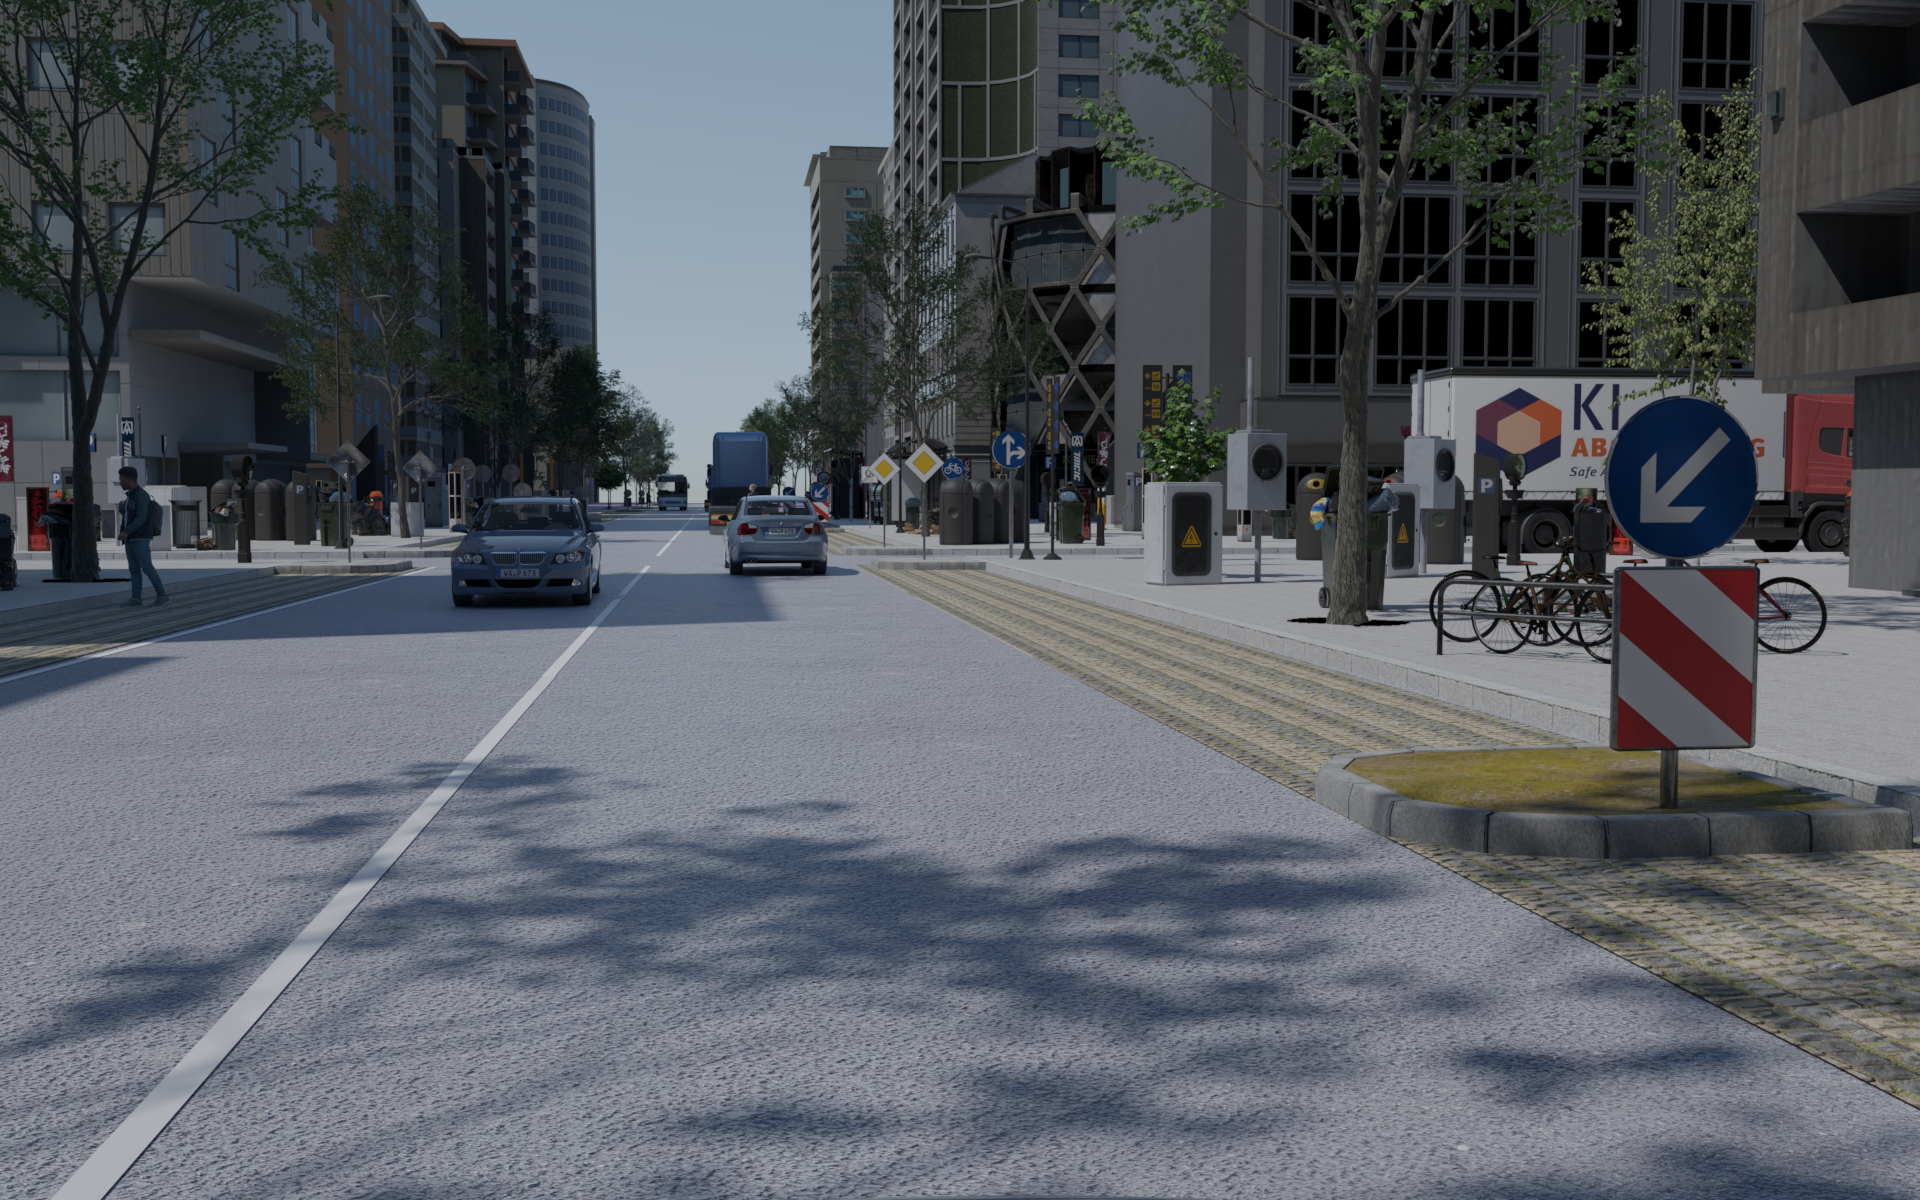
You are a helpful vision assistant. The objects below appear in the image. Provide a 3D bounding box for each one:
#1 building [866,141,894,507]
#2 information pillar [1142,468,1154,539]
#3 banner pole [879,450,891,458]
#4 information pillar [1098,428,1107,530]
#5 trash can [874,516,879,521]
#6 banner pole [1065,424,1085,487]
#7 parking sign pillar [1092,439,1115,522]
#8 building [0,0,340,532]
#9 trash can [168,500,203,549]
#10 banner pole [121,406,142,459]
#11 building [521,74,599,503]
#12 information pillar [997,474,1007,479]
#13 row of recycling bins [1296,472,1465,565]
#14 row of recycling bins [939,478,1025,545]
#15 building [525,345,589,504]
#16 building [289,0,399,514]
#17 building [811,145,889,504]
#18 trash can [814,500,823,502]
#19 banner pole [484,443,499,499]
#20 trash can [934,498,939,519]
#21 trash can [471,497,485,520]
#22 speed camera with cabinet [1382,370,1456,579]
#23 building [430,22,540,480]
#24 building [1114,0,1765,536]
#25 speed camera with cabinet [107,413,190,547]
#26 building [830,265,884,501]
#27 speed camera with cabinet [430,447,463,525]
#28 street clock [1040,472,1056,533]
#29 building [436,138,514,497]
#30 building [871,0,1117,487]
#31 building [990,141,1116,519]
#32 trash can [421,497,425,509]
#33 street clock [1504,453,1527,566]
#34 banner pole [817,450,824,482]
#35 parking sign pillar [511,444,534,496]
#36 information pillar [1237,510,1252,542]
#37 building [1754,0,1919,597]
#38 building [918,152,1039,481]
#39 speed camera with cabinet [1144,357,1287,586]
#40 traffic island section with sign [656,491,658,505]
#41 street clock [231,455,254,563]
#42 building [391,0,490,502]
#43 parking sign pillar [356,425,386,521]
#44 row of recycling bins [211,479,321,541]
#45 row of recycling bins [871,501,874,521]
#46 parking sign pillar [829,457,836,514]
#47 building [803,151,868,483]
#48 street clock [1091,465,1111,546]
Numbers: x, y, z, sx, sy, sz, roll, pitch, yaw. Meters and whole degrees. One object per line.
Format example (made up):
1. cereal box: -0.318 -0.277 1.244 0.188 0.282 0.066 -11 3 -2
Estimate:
1. building: 5.144 -29.542 174.885 32.217 40.220 23.993 0 4 -8
2. information pillar: 5.323 -2.726 49.056 0.304 2.012 0.304 1 4 16
3. banner pole: -4.329 -6.637 98.529 0.863 3.779 0.401 -1 4 -16
4. information pillar: 5.074 -4.316 61.919 0.183 3.616 0.504 -2 4 -25
5. trash can: -3.778 -4.314 82.192 0.748 1.137 0.748 0 3 0
6. banner pole: 4.023 -4.393 61.845 0.863 3.779 0.401 0 4 4
7. parking sign pillar: 6.870 -5.648 80.812 1.447 3.967 1.447 3 5 43
8. building: -41.234 -29.331 68.807 28.713 52.752 27.495 0 4 -8
9. trash can: -18.251 -1.785 40.837 0.748 1.137 0.748 0 3 0
10. banner pole: -23.672 -3.644 49.598 0.863 3.779 0.401 1 4 9
11. building: -62.743 -42.928 243.873 21.231 58.520 28.212 0 4 -8
12. information pillar: 1.568 -3.677 64.617 0.304 2.012 0.304 -1 4 -13
13. row of recycling bins: 7.916 -1.569 32.769 1.069 1.692 3.534 -3 5 -45
14. row of recycling bins: 0.662 -2.305 44.795 1.069 1.692 3.534 2 4 32
15. building: -61.564 -22.712 216.381 27.650 21.520 28.899 0 4 -8
16. building: -40.534 -27.407 98.215 14.600 45.320 14.200 0 4 -8
17. building: -9.146 -37.570 237.972 21.300 48.544 21.600 0 4 -8
18. trash can: -8.077 -5.384 99.676 0.748 1.137 0.748 0 3 0
19. banner pole: -23.832 -5.993 88.001 0.863 3.779 0.401 -1 4 -9
20. trash can: -0.531 -2.915 59.319 0.748 1.137 0.748 0 3 0
21. trash can: -20.928 -3.874 74.989 0.748 1.137 0.748 0 3 0
22. speed camera with cabinet: 6.982 -1.999 27.027 2.038 3.252 0.660 -3 5 -45
23. building: -51.987 -31.136 163.697 22.147 44.769 28.867 0 4 -8
24. building: 18.533 -16.230 58.872 24.014 27.812 14.314 0 4 -8
25. speed camera with cabinet: -19.856 -2.939 42.387 2.038 3.252 0.660 1 4 19
26. building: -9.633 -27.425 220.098 14.160 30.474 14.107 0 4 -8
27. speed camera with cabinet: -21.488 -4.766 72.258 2.038 3.252 0.660 3 5 42
28. street clock: 2.926 -3.240 57.538 0.471 2.002 0.358 -2 4 -23
29. building: -44.921 -22.717 143.122 14.160 30.474 14.107 0 4 -8
30. building: 3.216 -43.547 150.249 20.563 71.187 20.611 0 4 -8
31. building: 9.831 -13.733 91.987 16.820 18.784 16.811 0 4 -8
32. trash can: -29.056 -5.015 93.657 0.748 1.137 0.748 0 3 0
33. street clock: 9.919 -1.615 30.978 0.358 2.002 0.471 3 5 43
34. banner pole: -7.704 -6.579 97.585 0.401 3.779 0.863 0 4 -2
35. parking sign pillar: -22.653 -6.177 89.471 1.447 3.967 1.447 2 4 31
36. information pillar: 7.633 -2.564 46.416 0.304 2.012 0.304 -1 4 -17
37. building: 17.863 -15.227 20.665 14.160 30.474 14.107 0 4 -8
38. building: 3.036 -15.905 109.203 9.793 20.994 18.267 0 4 -8
39. speed camera with cabinet: 3.657 -1.859 24.723 2.038 3.252 0.660 -2 4 -23
40. traffic island section with sign: -37.973 -12.870 219.056 1.989 1.847 2.006 0 4 -8
41. street clock: -13.326 -1.690 32.209 0.358 2.002 0.471 0 4 3
42. building: -50.446 -26.328 122.343 32.217 40.220 23.993 0 4 -8
43. parking sign pillar: -23.057 -4.847 67.719 1.447 3.967 1.447 3 4 36
44. row of recycling bins: -19.299 -2.497 47.940 3.534 1.692 1.069 2 4 24
45. row of recycling bins: -2.714 -4.732 84.475 3.534 1.692 1.069 -1 4 -20
46. parking sign pillar: -7.866 -7.485 110.845 1.447 3.967 1.447 0 4 -5
47. building: -8.512 -41.189 262.681 28.713 52.752 27.495 0 4 -8
48. street clock: 3.470 -2.334 42.728 0.471 2.002 0.358 1 4 15
